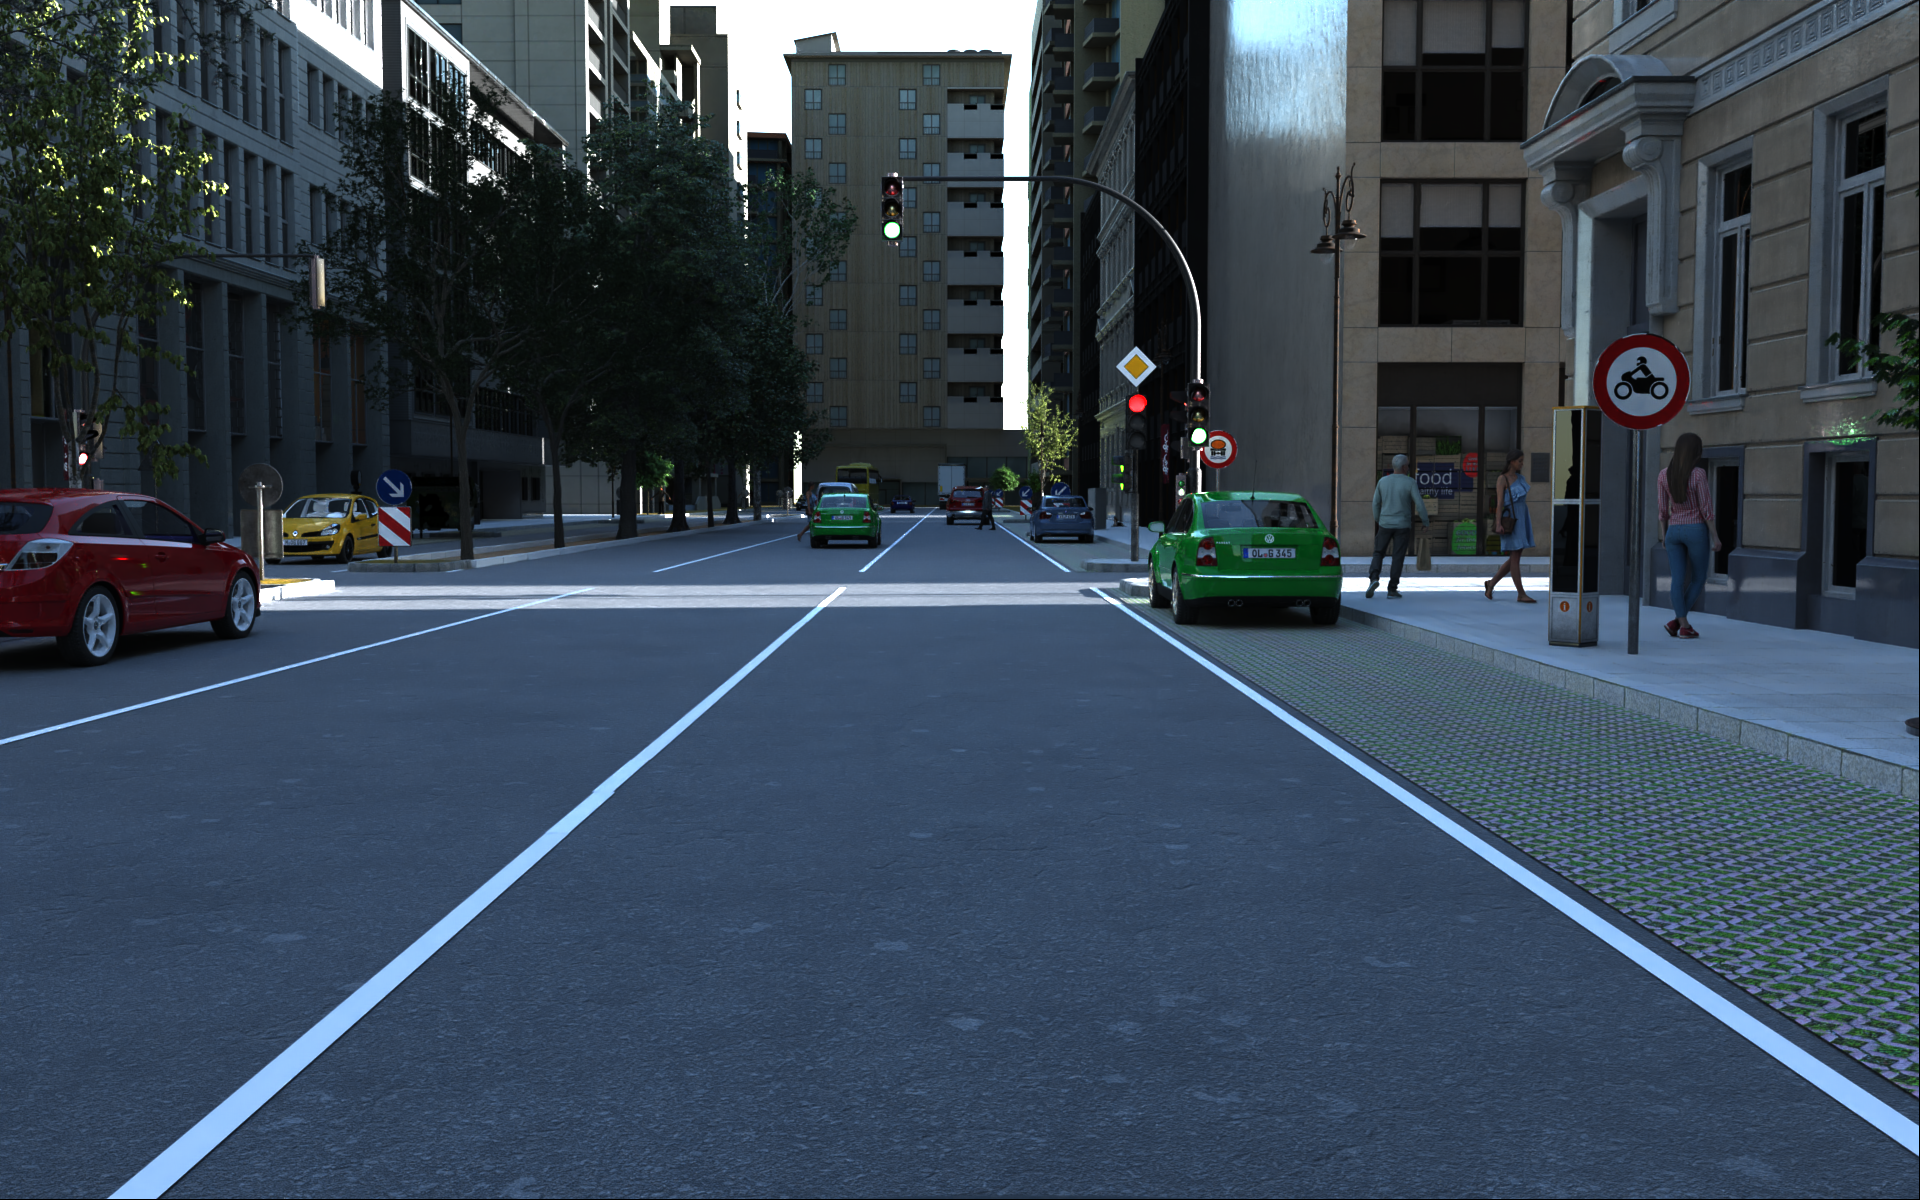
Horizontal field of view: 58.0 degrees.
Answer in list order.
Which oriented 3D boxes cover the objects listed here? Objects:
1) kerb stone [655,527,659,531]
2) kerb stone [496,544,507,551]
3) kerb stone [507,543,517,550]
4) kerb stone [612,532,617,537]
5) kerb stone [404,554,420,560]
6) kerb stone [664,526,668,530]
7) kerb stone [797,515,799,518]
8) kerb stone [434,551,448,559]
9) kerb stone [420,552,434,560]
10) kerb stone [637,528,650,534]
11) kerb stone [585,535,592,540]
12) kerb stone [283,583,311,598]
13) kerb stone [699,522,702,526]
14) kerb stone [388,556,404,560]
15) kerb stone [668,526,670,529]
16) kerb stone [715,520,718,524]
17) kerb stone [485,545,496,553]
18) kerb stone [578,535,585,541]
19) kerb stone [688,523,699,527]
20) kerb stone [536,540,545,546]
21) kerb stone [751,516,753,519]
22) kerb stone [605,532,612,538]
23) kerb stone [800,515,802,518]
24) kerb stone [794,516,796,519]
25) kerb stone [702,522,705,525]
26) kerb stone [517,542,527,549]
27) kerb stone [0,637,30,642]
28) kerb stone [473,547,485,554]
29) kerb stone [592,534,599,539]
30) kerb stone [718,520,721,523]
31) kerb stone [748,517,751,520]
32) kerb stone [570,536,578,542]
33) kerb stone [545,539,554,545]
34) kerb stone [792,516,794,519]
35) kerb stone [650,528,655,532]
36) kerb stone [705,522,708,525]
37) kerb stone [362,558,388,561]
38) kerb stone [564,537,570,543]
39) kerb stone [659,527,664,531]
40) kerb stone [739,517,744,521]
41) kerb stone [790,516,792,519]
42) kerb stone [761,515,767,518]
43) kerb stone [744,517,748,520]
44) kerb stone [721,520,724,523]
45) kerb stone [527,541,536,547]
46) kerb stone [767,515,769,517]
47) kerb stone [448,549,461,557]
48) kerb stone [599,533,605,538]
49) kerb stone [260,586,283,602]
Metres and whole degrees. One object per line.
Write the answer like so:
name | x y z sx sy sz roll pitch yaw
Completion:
kerb stone | -11.667 -2.666 65.781 0.120 0.150 1.000 0 4 0
kerb stone | -11.573 -1.285 43.261 0.120 0.150 1.000 0 4 0
kerb stone | -11.575 -1.351 44.283 0.120 0.150 1.000 0 4 0
kerb stone | -11.626 -2.165 57.597 0.120 0.150 1.000 0 4 0
kerb stone | -11.529 -0.850 36.093 0.120 0.150 1.000 0 4 0
kerb stone | -11.681 -2.791 67.832 0.120 0.150 1.000 0 4 0
kerb stone | -9.724 -4.863 101.712 0.120 0.150 1.000 0 4 0
kerb stone | -11.542 -0.975 38.141 0.120 0.150 1.000 0 4 0
kerb stone | -11.542 -0.913 37.118 0.120 0.150 1.000 0 4 0
kerb stone | -11.656 -2.541 63.735 0.120 0.150 1.000 0 4 0
kerb stone | -11.619 -1.914 53.496 0.120 0.150 1.000 0 4 0
kerb stone | -9.378 -0.127 24.277 0.120 0.150 1.000 0 4 0
kerb stone | -11.722 -3.350 77.062 0.120 0.150 1.000 0 4 0
kerb stone | -11.532 -0.785 35.071 0.120 0.150 1.000 0 4 0
kerb stone | -11.679 -2.852 68.854 0.120 0.150 1.000 0 4 0
kerb stone | -11.743 -3.668 82.173 0.120 0.150 1.000 0 4 0
kerb stone | -11.570 -1.225 42.230 0.120 0.150 1.000 0 4 0
kerb stone | -11.596 -1.852 52.468 0.120 0.150 1.000 0 4 0
kerb stone | -11.715 -3.293 76.036 0.120 0.150 1.000 0 4 0
kerb stone | -11.587 -1.538 47.352 0.120 0.150 1.000 0 4 0
kerb stone | -11.799 -4.547 96.551 0.120 0.150 1.000 0 4 0
kerb stone | -11.623 -2.103 56.575 0.120 0.150 1.000 0 4 0
kerb stone | -9.739 -4.989 103.765 0.120 0.150 1.000 0 4 0
kerb stone | -9.716 -4.737 99.660 0.120 0.150 1.000 0 4 0
kerb stone | -11.728 -3.411 78.084 0.120 0.150 1.000 0 4 0
kerb stone | -11.582 -1.408 45.308 0.120 0.150 1.000 0 4 0
kerb stone | -9.351 0.312 17.094 0.120 0.150 1.000 0 4 0
kerb stone | -11.559 -1.163 41.208 0.120 0.150 1.000 0 4 0
kerb stone | -11.623 -1.977 54.524 0.120 0.150 1.000 0 4 0
kerb stone | -11.744 -3.730 83.216 0.120 0.150 1.000 0 4 0
kerb stone | -11.793 -4.485 95.528 0.120 0.150 1.000 0 4 0
kerb stone | -11.601 -1.789 51.446 0.120 0.150 1.000 0 4 0
kerb stone | -11.585 -1.596 48.377 0.120 0.150 1.000 0 4 0
kerb stone | -9.713 -4.673 98.637 0.120 0.150 1.000 0 4 0
kerb stone | -11.662 -2.603 64.757 0.120 0.150 1.000 0 4 0
kerb stone | -11.716 -3.481 79.106 0.120 0.150 1.000 0 4 0
kerb stone | -11.527 -0.725 34.042 0.120 0.150 1.000 0 4 0
kerb stone | -11.602 -1.727 50.424 0.120 0.150 1.000 0 4 0
kerb stone | -11.670 -2.727 66.804 0.120 0.150 1.000 0 4 0
kerb stone | -11.783 -4.297 92.444 0.120 0.150 1.000 0 4 0
kerb stone | -9.707 -4.612 97.606 0.120 0.150 1.000 0 4 0
kerb stone | -11.833 -4.986 103.717 0.120 0.150 1.000 0 4 0
kerb stone | -11.796 -4.422 94.488 0.120 0.150 1.000 0 4 0
kerb stone | -11.747 -3.795 84.243 0.120 0.150 1.000 0 4 0
kerb stone | -11.580 -1.476 46.330 0.120 0.150 1.000 0 4 0
kerb stone | -11.839 -5.049 104.739 0.120 0.150 1.000 0 4 0
kerb stone | -11.544 -1.038 39.163 0.120 0.150 1.000 0 4 0
kerb stone | -11.625 -2.040 55.550 0.120 0.150 1.000 0 4 0
kerb stone | -9.377 -0.061 23.246 0.120 0.150 1.000 0 4 0
